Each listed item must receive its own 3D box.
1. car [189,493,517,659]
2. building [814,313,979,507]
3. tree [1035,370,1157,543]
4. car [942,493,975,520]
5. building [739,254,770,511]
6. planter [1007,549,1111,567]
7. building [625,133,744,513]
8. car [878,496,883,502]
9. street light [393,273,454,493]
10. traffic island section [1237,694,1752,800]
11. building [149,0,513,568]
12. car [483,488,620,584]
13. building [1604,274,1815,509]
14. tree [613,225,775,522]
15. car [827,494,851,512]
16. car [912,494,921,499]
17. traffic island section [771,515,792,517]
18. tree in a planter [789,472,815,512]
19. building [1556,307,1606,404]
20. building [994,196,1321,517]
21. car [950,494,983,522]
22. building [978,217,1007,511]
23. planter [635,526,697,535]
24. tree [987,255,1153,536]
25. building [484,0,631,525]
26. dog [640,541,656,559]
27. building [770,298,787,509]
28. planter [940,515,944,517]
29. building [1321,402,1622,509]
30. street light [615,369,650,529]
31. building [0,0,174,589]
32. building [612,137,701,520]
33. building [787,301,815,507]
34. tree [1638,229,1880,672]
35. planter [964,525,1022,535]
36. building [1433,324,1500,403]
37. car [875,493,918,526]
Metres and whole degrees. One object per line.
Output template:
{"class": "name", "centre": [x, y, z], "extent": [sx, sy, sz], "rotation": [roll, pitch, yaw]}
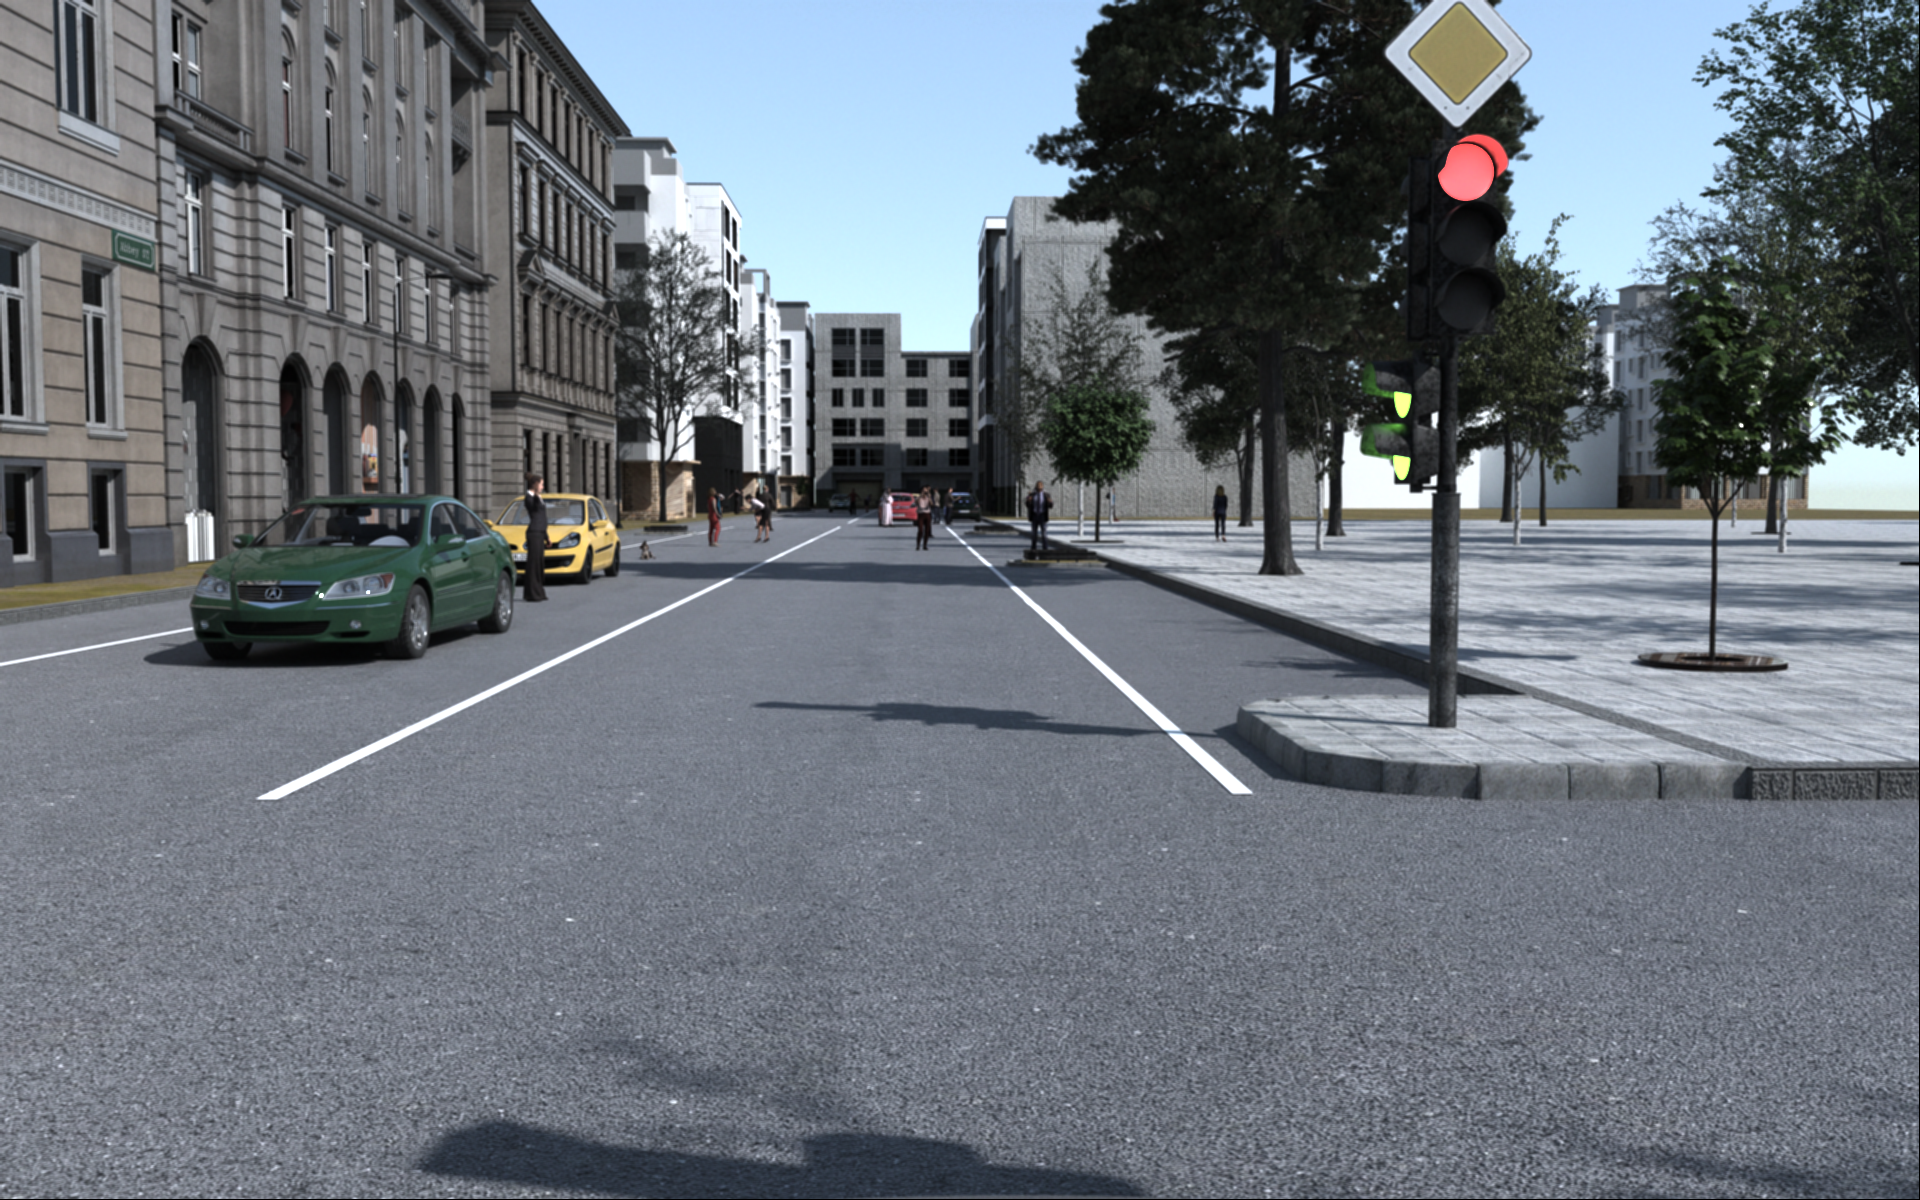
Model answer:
{"class": "car", "centre": [-5.598, -0.289, 16.519], "extent": [2.131, 1.459, 4.920], "rotation": [0, 4, 0]}
{"class": "building", "centre": [1.316, -19.051, 177.948], "extent": [31.486, 18.905, 16.747], "rotation": [0, 4, -2]}
{"class": "tree", "centre": [3.583, -3.800, 45.839], "extent": [4.285, 4.588, 4.351], "rotation": [0, 3, 0]}
{"class": "car", "centre": [-0.009, -5.277, 95.873], "extent": [1.945, 1.707, 3.694], "rotation": [0, 4, -2]}
{"class": "building", "centre": [-23.533, -17.011, 134.543], "extent": [16.016, 20.091, 11.380], "rotation": [0, 4, -2]}
{"class": "planter", "centre": [1.955, -0.836, 34.804], "extent": [1.991, 0.319, 1.994], "rotation": [0, 4, -2]}
{"class": "building", "centre": [-29.547, -16.363, 111.517], "extent": [27.936, 21.610, 32.646], "rotation": [0, 4, -2]}
{"class": "car", "centre": [-5.535, -7.821, 137.467], "extent": [1.945, 1.707, 3.694], "rotation": [0, 4, 0]}
{"class": "street light", "centre": [-11.341, -3.915, 36.551], "extent": [1.470, 5.913, 1.316], "rotation": [0, 4, -2]}
{"class": "traffic island section", "centre": [2.685, 0.778, 9.563], "extent": [2.009, 0.180, 2.903], "rotation": [0, 4, -2]}
{"class": "building", "centre": [-19.791, -12.155, 40.537], "extent": [13.314, 21.916, 24.055], "rotation": [0, 4, -2]}
{"class": "car", "centre": [-6.752, -1.127, 28.653], "extent": [2.015, 1.641, 3.980], "rotation": [0, 4, -1]}
{"class": "building", "centre": [66.311, -18.198, 153.949], "extent": [11.380, 20.091, 16.016], "rotation": [0, 4, -2]}
{"class": "tree", "centre": [-13.391, -10.286, 78.549], "extent": [12.009, 13.543, 11.850], "rotation": [0, 3, 0]}
{"class": "car", "centre": [-9.442, -7.661, 137.059], "extent": [2.131, 1.459, 4.920], "rotation": [0, 4, -3]}
{"class": "car", "centre": [-2.605, -5.059, 92.935], "extent": [2.015, 1.641, 3.980], "rotation": [0, 4, -1]}
{"class": "traffic island section", "centre": [-11.813, -5.407, 111.262], "extent": [1.991, 0.108, 1.994], "rotation": [0, 4, -2]}
{"class": "tree in a planter", "centre": [-12.602, -8.630, 138.328], "extent": [1.991, 3.239, 1.994], "rotation": [0, 4, -2]}
{"class": "building", "centre": [62.204, -19.706, 178.615], "extent": [11.380, 20.091, 16.016], "rotation": [0, 4, -2]}
{"class": "building", "centre": [11.321, -15.003, 111.752], "extent": [16.747, 18.905, 31.486], "rotation": [0, 4, -2]}
{"class": "car", "centre": [0.193, -4.863, 89.297], "extent": [2.009, 1.686, 4.222], "rotation": [0, 4, -1]}
{"class": "building", "centre": [15.349, -18.379, 144.478], "extent": [27.936, 21.610, 32.646], "rotation": [0, 4, -2]}
{"class": "planter", "centre": [-10.339, -2.445, 61.118], "extent": [1.991, 0.319, 1.994], "rotation": [0, 4, -2]}
{"class": "tree", "centre": [3.449, -6.263, 52.763], "extent": [4.360, 8.622, 3.978], "rotation": [0, 3, 0]}
{"class": "building", "centre": [-18.614, -12.090, 62.296], "extent": [10.561, 19.102, 19.286], "rotation": [0, 4, -2]}
{"class": "dog", "centre": [-6.885, -1.113, 38.399], "extent": [0.550, 0.427, 0.748], "rotation": [3, 4, 37]}
{"class": "building", "centre": [-21.708, -18.074, 151.934], "extent": [11.380, 20.091, 16.016], "rotation": [0, 4, -2]}
{"class": "planter", "centre": [-0.296, -5.516, 111.333], "extent": [1.991, 0.319, 1.994], "rotation": [0, 4, -2]}
{"class": "building", "centre": [45.847, -13.163, 157.358], "extent": [28.070, 9.664, 9.099], "rotation": [0, 4, -2]}
{"class": "street light", "centre": [-12.190, -5.621, 64.439], "extent": [1.470, 5.913, 1.316], "rotation": [0, 4, -2]}
{"class": "building", "centre": [-19.114, -14.213, 18.294], "extent": [13.634, 28.700, 20.117], "rotation": [0, 4, -2]}
{"class": "building", "centre": [-21.952, -14.274, 89.803], "extent": [16.016, 20.091, 11.380], "rotation": [0, 4, -2]}
{"class": "building", "centre": [-20.693, -19.562, 176.252], "extent": [11.380, 20.091, 16.016], "rotation": [0, 4, -2]}
{"class": "tree", "centre": [5.530, -1.112, 12.776], "extent": [1.663, 3.219, 1.824], "rotation": [0, 3, 0]}
{"class": "planter", "centre": [1.162, -2.483, 61.736], "extent": [1.991, 0.319, 1.994], "rotation": [0, 4, -2]}
{"class": "building", "centre": [50.856, -19.629, 177.358], "extent": [11.380, 20.091, 16.016], "rotation": [0, 4, -2]}
{"class": "car", "centre": [-2.773, -4.233, 78.243], "extent": [2.155, 1.783, 4.494], "rotation": [0, 4, -2]}
